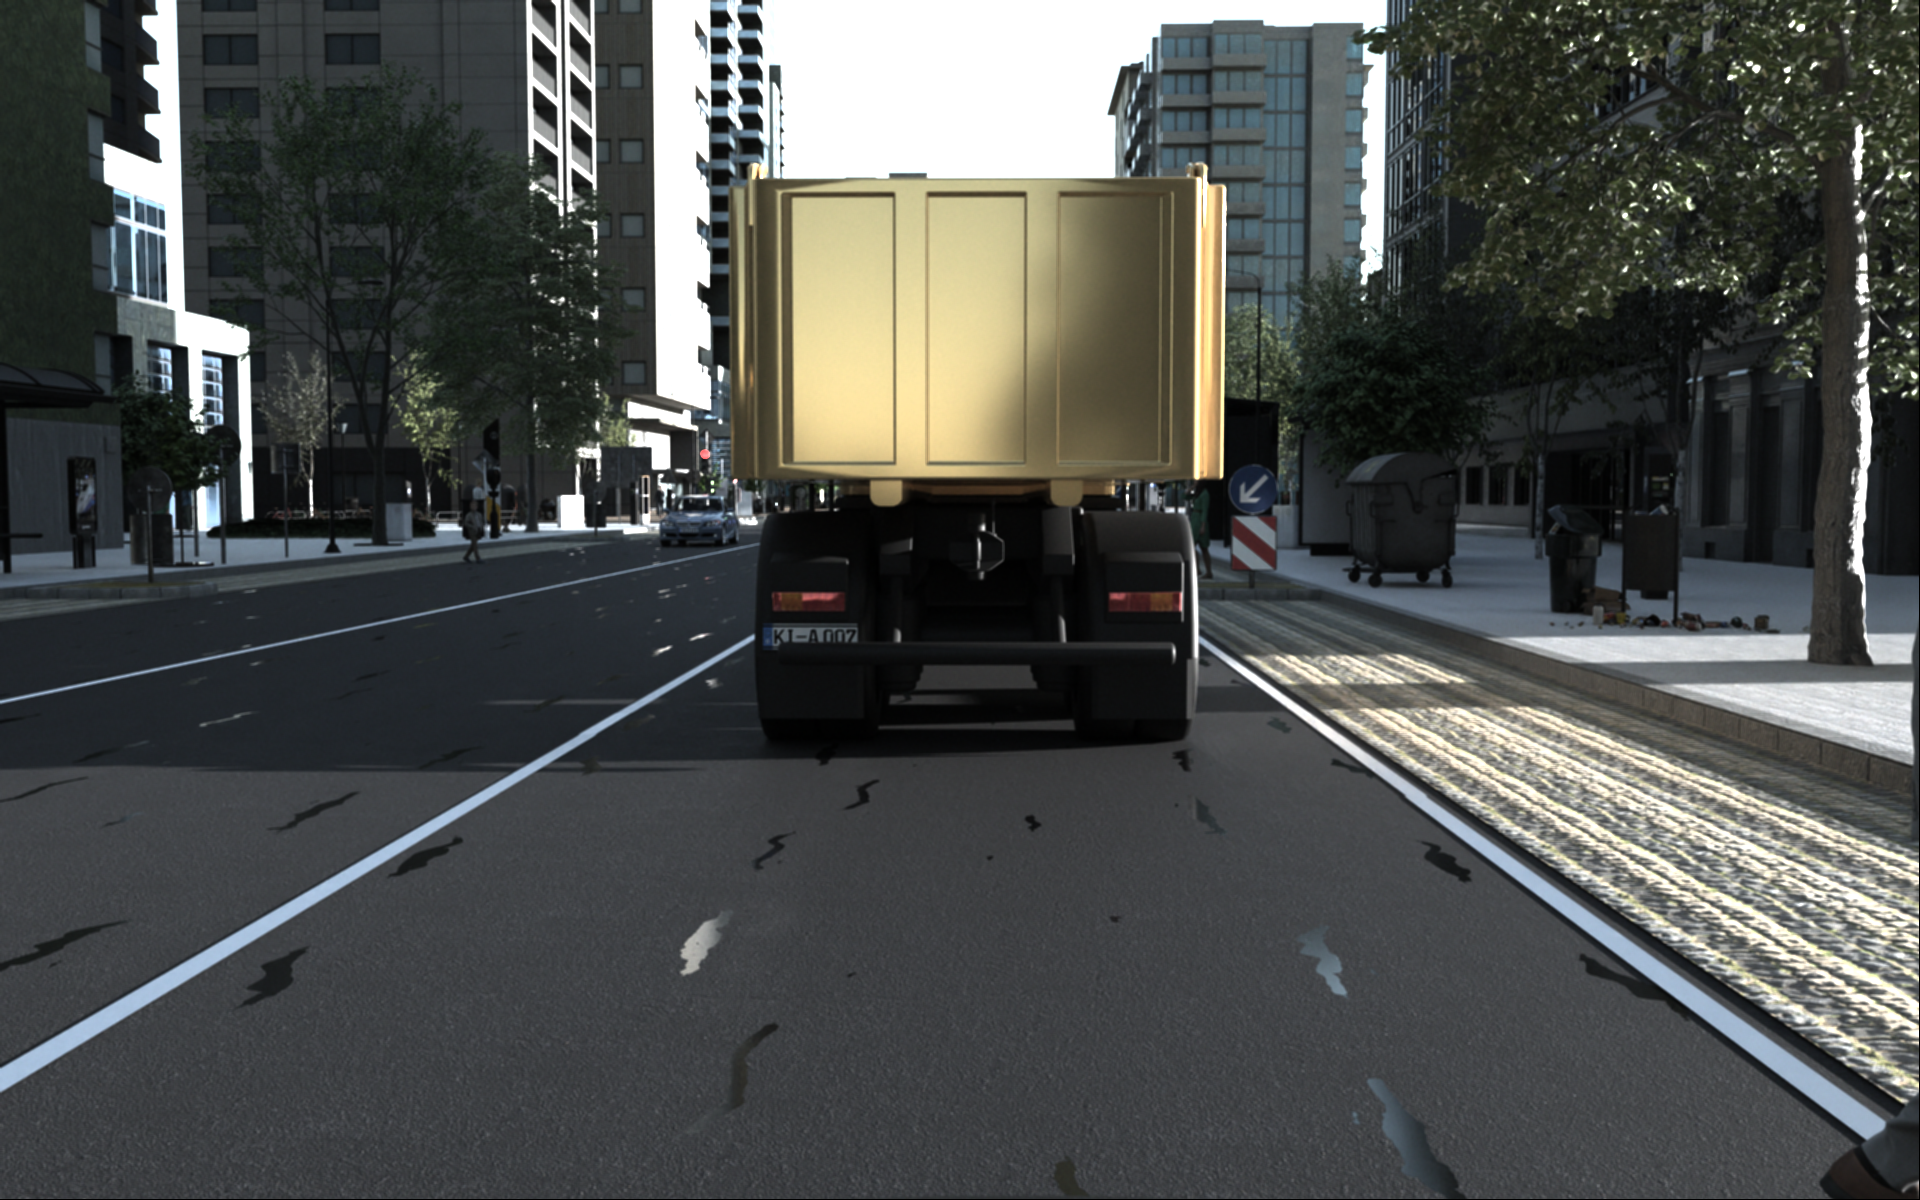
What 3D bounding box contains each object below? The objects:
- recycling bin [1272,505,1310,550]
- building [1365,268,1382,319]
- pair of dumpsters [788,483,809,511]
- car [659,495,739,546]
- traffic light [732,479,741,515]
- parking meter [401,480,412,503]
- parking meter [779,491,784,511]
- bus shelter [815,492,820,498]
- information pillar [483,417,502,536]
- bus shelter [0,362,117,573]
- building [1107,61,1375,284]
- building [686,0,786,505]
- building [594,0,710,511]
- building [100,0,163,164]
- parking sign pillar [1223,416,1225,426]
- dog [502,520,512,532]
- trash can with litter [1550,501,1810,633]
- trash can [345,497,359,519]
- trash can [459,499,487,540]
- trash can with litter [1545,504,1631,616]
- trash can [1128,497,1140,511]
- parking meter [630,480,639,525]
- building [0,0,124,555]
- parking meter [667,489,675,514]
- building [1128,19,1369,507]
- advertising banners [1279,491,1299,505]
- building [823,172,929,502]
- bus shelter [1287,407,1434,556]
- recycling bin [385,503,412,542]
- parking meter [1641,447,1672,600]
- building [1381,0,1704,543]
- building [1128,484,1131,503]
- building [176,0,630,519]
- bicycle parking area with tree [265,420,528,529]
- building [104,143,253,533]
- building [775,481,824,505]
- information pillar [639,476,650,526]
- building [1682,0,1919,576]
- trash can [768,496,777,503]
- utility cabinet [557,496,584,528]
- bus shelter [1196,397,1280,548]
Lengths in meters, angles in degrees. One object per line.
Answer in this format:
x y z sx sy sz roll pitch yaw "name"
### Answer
7.790 -1.710 40.506 0.722 1.027 0.722 -3 4 -39 "recycling bin"
58.969 -27.220 216.750 14.107 30.474 14.160 0 4 1 "building"
-12.053 -7.831 130.527 1.574 2.255 4.437 0 4 1 "pair of dumpsters"
-7.318 -2.259 48.943 2.014 1.417 4.499 0 4 0 "car"
-8.572 -6.574 82.155 4.771 5.953 1.251 0 4 1 "traffic light"
-23.573 -4.164 73.792 0.255 1.863 0.399 1 4 17 "parking meter"
-13.567 -7.545 131.773 0.372 1.533 0.369 0 3 0 "parking meter"
-13.024 -9.798 151.486 1.731 3.624 6.357 0 4 1 "bus shelter"
-14.279 -3.764 52.904 0.504 3.616 0.183 0 4 -6 "information pillar"
-14.822 -1.936 25.584 2.014 3.302 5.546 0 4 1 "bus shelter"
32.847 -37.922 209.267 28.713 52.752 27.495 0 4 1 "building"
-39.033 -57.874 258.911 31.000 86.520 22.319 0 4 1 "building"
-35.530 -33.711 140.415 28.713 52.752 27.495 0 4 1 "building"
-62.674 -34.058 98.846 28.212 58.520 21.231 0 4 1 "building"
7.441 -3.679 48.625 1.447 3.967 1.447 -2 4 -26 "parking sign pillar"
-15.178 -2.474 58.189 0.550 0.427 0.748 2 4 25 "dog"
6.978 -0.338 16.587 2.233 1.210 1.678 3 5 40 "trash can with litter"
-29.622 -4.445 84.335 0.748 1.137 0.748 0 3 0 "trash can"
-13.762 -2.282 48.963 0.748 1.137 0.748 0 3 0 "trash can"
6.778 -0.440 18.584 0.624 1.170 1.055 -1 4 -20 "trash can with litter"
9.321 -4.945 92.507 0.748 1.137 0.748 0 3 0 "trash can"
-13.549 -4.058 72.054 0.255 1.863 0.399 0 4 7 "parking meter"
-26.983 -21.378 33.124 14.154 41.232 14.086 0 4 1 "building"
-13.856 -4.558 82.936 0.372 1.533 0.369 0 3 0 "parking meter"
29.089 -34.296 180.341 23.786 49.044 30.456 0 4 1 "building"
16.077 -5.235 81.784 2.074 3.025 0.090 0 4 -7 "advertising banners"
-7.718 -39.189 260.342 30.456 49.044 23.786 0 4 1 "building"
7.774 -2.418 33.455 2.014 3.302 5.546 0 4 1 "bus shelter"
-15.364 -2.114 47.116 0.722 1.027 0.722 0 3 0 "recycling bin"
8.502 -0.945 21.155 0.255 1.863 0.399 1 4 9 "parking meter"
22.230 -14.103 49.657 14.314 24.678 30.058 0 4 1 "building"
22.186 -25.495 261.883 28.899 21.520 27.650 0 4 1 "building"
-29.929 -40.383 98.518 20.563 71.187 20.611 0 4 1 "building"
-21.843 -4.957 68.049 8.231 4.147 9.016 2 4 29 "bicycle parking area with tree"
-42.972 -45.300 53.326 31.000 86.520 22.319 0 4 1 "building"
-32.490 -22.429 211.751 28.899 21.520 27.650 0 4 1 "building"
-12.830 -4.030 70.377 0.304 2.012 0.304 -3 4 -39 "information pillar"
19.229 -10.799 25.711 9.793 20.994 18.267 0 4 1 "building"
-13.295 -6.801 122.852 0.748 1.137 0.748 0 3 0 "trash can"
-14.773 -3.333 65.662 0.306 1.237 1.020 3 5 42 "utility cabinet"
6.886 -3.245 44.332 1.731 3.624 6.357 0 4 1 "bus shelter"
